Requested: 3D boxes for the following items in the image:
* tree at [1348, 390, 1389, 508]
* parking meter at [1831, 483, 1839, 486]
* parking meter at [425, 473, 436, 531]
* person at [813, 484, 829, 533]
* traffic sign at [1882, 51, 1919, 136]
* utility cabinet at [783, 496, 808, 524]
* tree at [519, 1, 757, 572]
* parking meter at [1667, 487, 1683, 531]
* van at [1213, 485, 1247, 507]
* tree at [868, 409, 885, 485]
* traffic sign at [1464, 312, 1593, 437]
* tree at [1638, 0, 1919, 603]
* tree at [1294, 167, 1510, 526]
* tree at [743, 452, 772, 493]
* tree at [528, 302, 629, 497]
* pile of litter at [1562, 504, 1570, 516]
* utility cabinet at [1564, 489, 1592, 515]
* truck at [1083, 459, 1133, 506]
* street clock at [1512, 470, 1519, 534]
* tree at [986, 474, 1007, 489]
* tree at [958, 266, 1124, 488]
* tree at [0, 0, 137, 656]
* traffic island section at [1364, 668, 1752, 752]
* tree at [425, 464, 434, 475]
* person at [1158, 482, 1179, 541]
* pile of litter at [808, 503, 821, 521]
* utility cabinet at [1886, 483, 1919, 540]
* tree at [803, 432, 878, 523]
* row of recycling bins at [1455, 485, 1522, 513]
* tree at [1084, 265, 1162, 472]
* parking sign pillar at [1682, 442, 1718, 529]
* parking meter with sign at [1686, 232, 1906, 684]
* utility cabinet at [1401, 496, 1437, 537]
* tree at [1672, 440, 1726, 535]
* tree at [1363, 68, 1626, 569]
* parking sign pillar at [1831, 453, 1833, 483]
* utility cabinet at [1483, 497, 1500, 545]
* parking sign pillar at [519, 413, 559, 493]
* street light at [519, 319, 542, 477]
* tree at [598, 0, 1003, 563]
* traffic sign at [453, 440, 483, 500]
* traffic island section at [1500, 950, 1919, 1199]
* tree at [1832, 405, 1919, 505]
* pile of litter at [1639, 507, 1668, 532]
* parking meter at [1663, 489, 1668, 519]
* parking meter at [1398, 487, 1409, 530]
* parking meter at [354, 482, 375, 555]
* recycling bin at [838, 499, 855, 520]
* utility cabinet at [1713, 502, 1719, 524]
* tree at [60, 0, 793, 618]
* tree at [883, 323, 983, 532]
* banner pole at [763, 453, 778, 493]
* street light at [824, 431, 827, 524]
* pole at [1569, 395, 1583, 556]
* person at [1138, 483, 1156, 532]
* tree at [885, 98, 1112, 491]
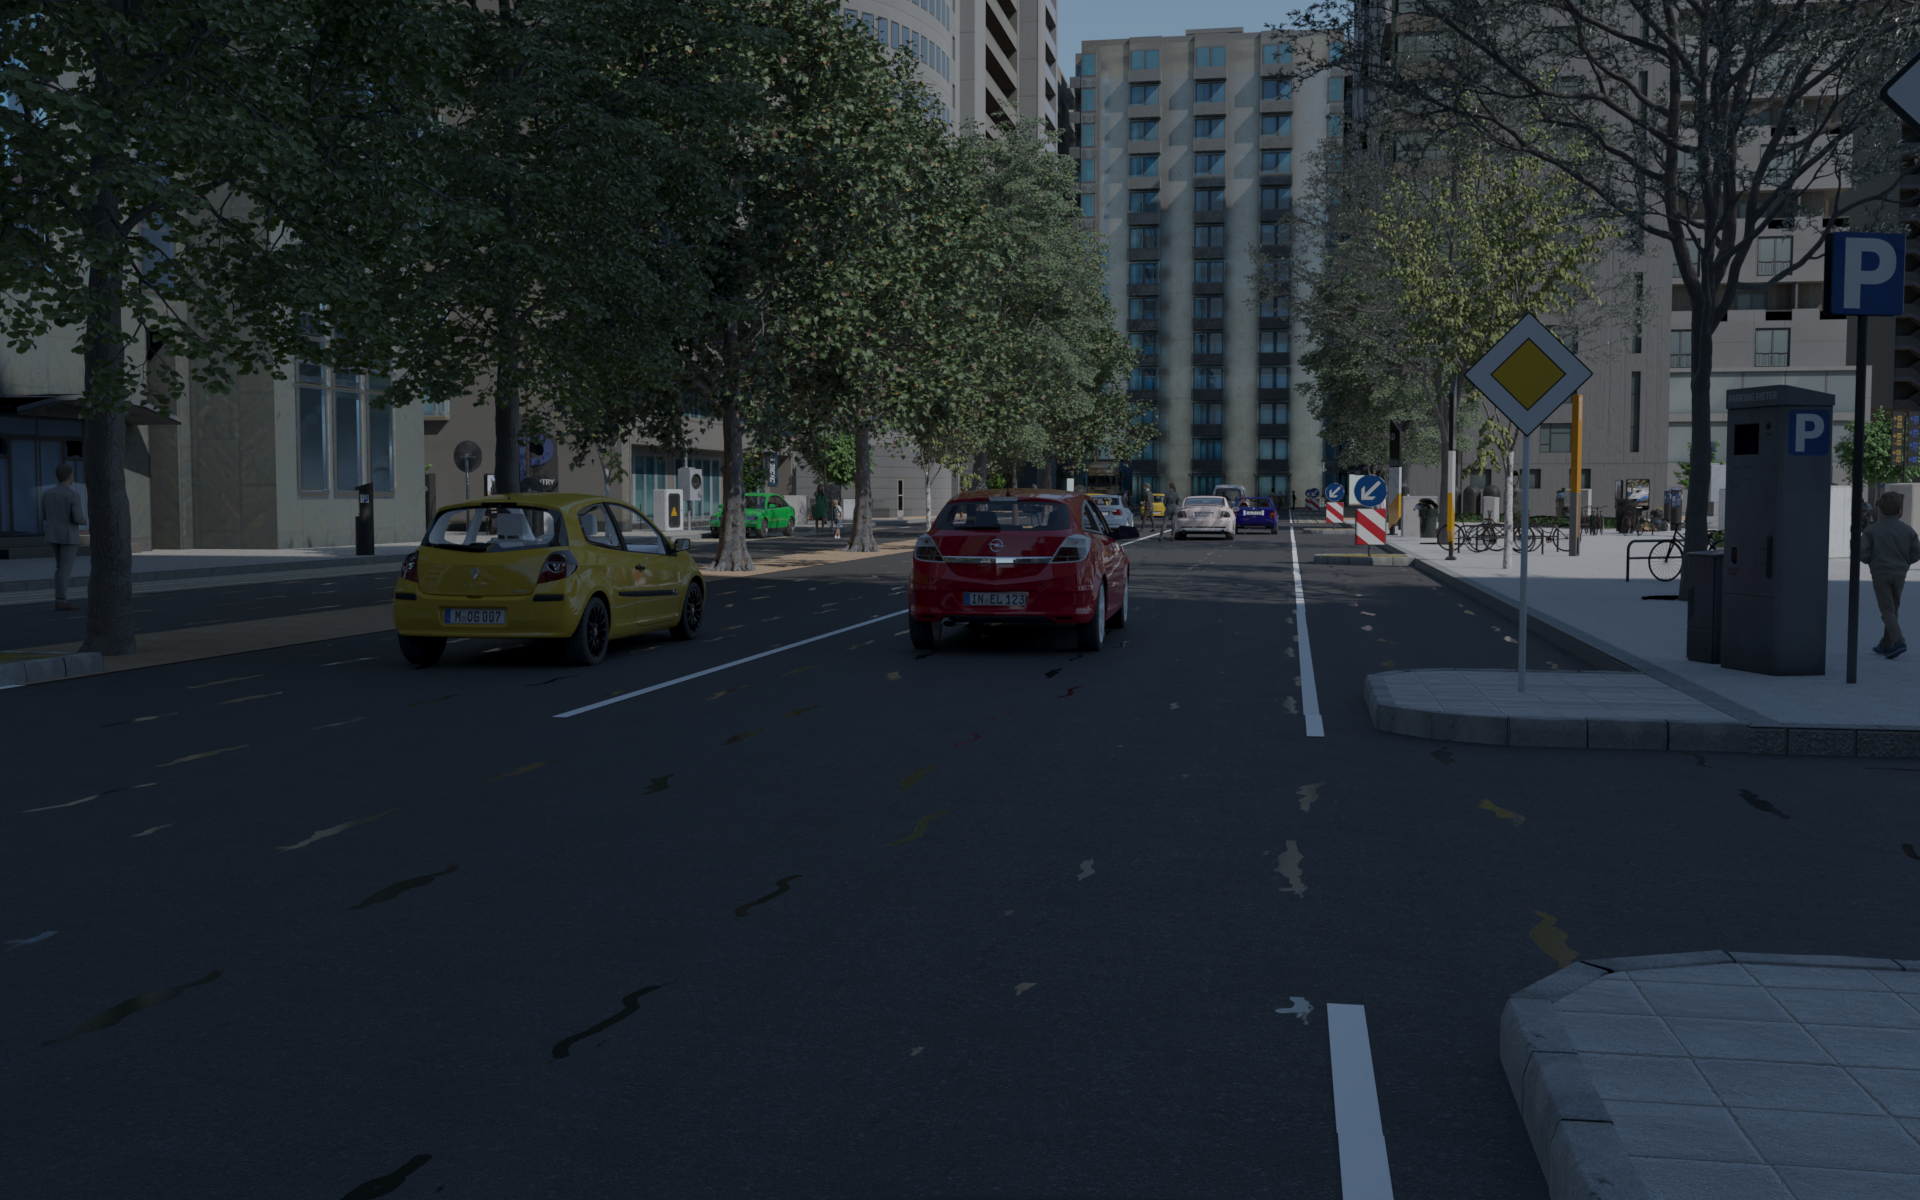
[{"bbox_3d":[20.869,-8.381,87.396,4.360,8.622,3.978,0,3,0],"label":"tree"},{"bbox_3d":[18.925,-1.794,37.735,0.372,1.533,0.369,0,3,0],"label":"parking meter"},{"bbox_3d":[-14.921,-2.622,48.587,0.399,1.863,0.255,2,4,25],"label":"parking meter"},{"bbox_3d":[-5.066,-3.308,62.836,0.600,1.795,0.529,-2,4,-26],"label":"person"},{"bbox_3d":[2.171,-0.067,3.294,0.795,2.593,0.064,1,4,11],"label":"traffic sign"},{"bbox_3d":[-7.087,-3.879,74.591,1.020,1.237,0.306,-1,4,-15],"label":"utility cabinet"},{"bbox_3d":[-4.211,-6.886,32.046,9.611,12.733,9.660,0,3,0],"label":"tree"},{"bbox_3d":[24.977,-3.179,60.392,0.372,1.533,0.369,0,3,0],"label":"parking meter"},{"bbox_3d":[12.588,-4.495,80.509,2.013,2.044,4.112,1,4,13],"label":"van"},{"bbox_3d":[-4.998,-8.072,82.342,4.360,8.622,3.978,0,3,0],"label":"tree"},{"bbox_3d":[3.657,-0.547,11.140,0.795,2.593,0.064,1,4,11],"label":"traffic sign"},{"bbox_3d":[8.838,-6.723,20.284,12.009,13.543,11.850,0,3,0],"label":"tree"},{"bbox_3d":[17.631,-9.929,68.989,9.857,13.997,8.962,0,3,0],"label":"tree"},{"bbox_3d":[-7.876,-4.353,65.767,1.663,3.219,1.824,0,3,0],"label":"tree"},{"bbox_3d":[-10.709,-6.183,51.447,4.737,8.622,4.395,0,3,0],"label":"tree"},{"bbox_3d":[26.290,-3.782,75.793,1.719,0.858,1.176,-3,4,-37],"label":"pile of litter"},{"bbox_3d":[28.096,-4.289,78.797,0.318,1.500,1.173,-3,5,-42],"label":"utility cabinet"},{"bbox_3d":[12.087,-9.257,140.266,2.839,4.237,11.283,1,4,13],"label":"truck"},{"bbox_3d":[16.829,-2.952,52.840,0.358,2.002,0.471,3,5,43],"label":"street clock"},{"bbox_3d":[2.430,-7.749,121.304,1.663,3.219,1.824,0,3,0],"label":"tree"},{"bbox_3d":[2.235,-7.949,66.830,8.767,10.594,7.601,1,4,11],"label":"tree"},{"bbox_3d":[-7.580,-5.802,15.448,7.486,12.596,7.792,0,3,0],"label":"tree"},{"bbox_3d":[3.681,0.677,11.218,2.009,0.180,2.903,1,4,11],"label":"traffic island section"},{"bbox_3d":[-16.651,-3.526,52.247,1.663,3.219,1.824,0,3,0],"label":"tree"},{"bbox_3d":[6.302,-2.661,52.276,0.520,1.790,0.573,-2,4,-27],"label":"person"},{"bbox_3d":[-7.211,-4.288,84.066,1.719,0.858,1.176,-2,4,-35],"label":"pile of litter"},{"bbox_3d":[18.760,-1.573,34.396,0.318,1.500,1.173,0,4,5],"label":"utility cabinet"},{"bbox_3d":[-5.382,-5.745,77.646,4.285,4.588,4.351,0,3,0],"label":"tree"},{"bbox_3d":[23.996,-4.429,79.532,3.534,1.692,1.069,2,4,30],"label":"row of recycling bins"},{"bbox_3d":[3.814,-9.532,75.311,9.611,12.733,9.660,0,3,0],"label":"tree"},{"bbox_3d":[27.600,-4.645,64.424,1.447,3.967,1.447,0,4,1],"label":"parking sign pillar"},{"bbox_3d":[5.898,-0.991,12.464,0.543,3.016,1.738,-1,4,-10],"label":"parking meter with sign"},{"bbox_3d":[13.782,-2.499,52.017,1.020,1.237,0.306,0,4,4],"label":"utility cabinet"},{"bbox_3d":[23.161,-3.645,54.197,1.663,3.219,1.824,0,3,0],"label":"tree"},{"bbox_3d":[9.178,-4.844,29.569,4.737,8.622,4.395,0,3,0],"label":"tree"},{"bbox_3d":[38.021,-5.411,76.941,1.447,3.967,1.447,1,4,21],"label":"parking sign pillar"},{"bbox_3d":[13.551,-2.019,44.169,0.306,1.237,1.020,2,4,24],"label":"utility cabinet"},{"bbox_3d":[-13.759,-4.155,56.409,1.447,3.967,1.447,-1,4,-18],"label":"parking sign pillar"},{"bbox_3d":[-11.215,-4.409,44.871,0.468,5.910,1.993,1,4,11],"label":"street light"},{"bbox_3d":[-2.396,-7.534,42.650,9.611,12.733,9.660,0,3,0],"label":"tree"},{"bbox_3d":[-11.656,-2.501,41.004,0.768,2.556,0.104,1,4,16],"label":"traffic sign"},{"bbox_3d":[2.195,1.157,3.372,2.009,0.180,2.903,1,4,11],"label":"traffic island section"},{"bbox_3d":[34.074,-4.917,64.105,4.285,4.588,4.351,0,3,0],"label":"tree"},{"bbox_3d":[23.617,-2.778,59.389,1.719,0.858,1.176,-2,4,-31],"label":"pile of litter"},{"bbox_3d":[32.476,-4.344,79.429,0.372,1.533,0.369,0,3,0],"label":"parking meter"},{"bbox_3d":[15.827,-3.265,61.788,0.372,1.533,0.369,0,3,0],"label":"parking meter"},{"bbox_3d":[-12.486,-1.707,36.314,0.372,1.533,0.369,0,3,0],"label":"parking meter"},{"bbox_3d":[-5.681,-4.573,87.319,0.722,1.027,0.722,-2,4,-25],"label":"recycling bin"},{"bbox_3d":[29.104,-3.607,67.661,1.173,1.500,0.318,1,4,18],"label":"utility cabinet"},{"bbox_3d":[-6.168,-6.303,23.634,7.486,12.596,7.792,0,3,0],"label":"tree"},{"bbox_3d":[-0.922,-5.937,49.885,4.737,8.622,4.395,0,3,0],"label":"tree"},{"bbox_3d":[-7.972,-5.031,72.271,0.863,3.779,0.401,-2,4,-26],"label":"banner pole"},{"bbox_3d":[-5.749,-6.171,73.686,0.468,5.910,1.993,1,4,11],"label":"street light"},{"bbox_3d":[12.687,-2.559,35.678,0.158,3.312,0.155,0,3,0],"label":"pole"},{"bbox_3d":[7.039,-3.488,65.309,0.755,1.850,0.659,2,4,30],"label":"person"},{"bbox_3d":[0.590,-9.045,56.990,9.857,13.997,8.962,0,3,0],"label":"tree"}]
